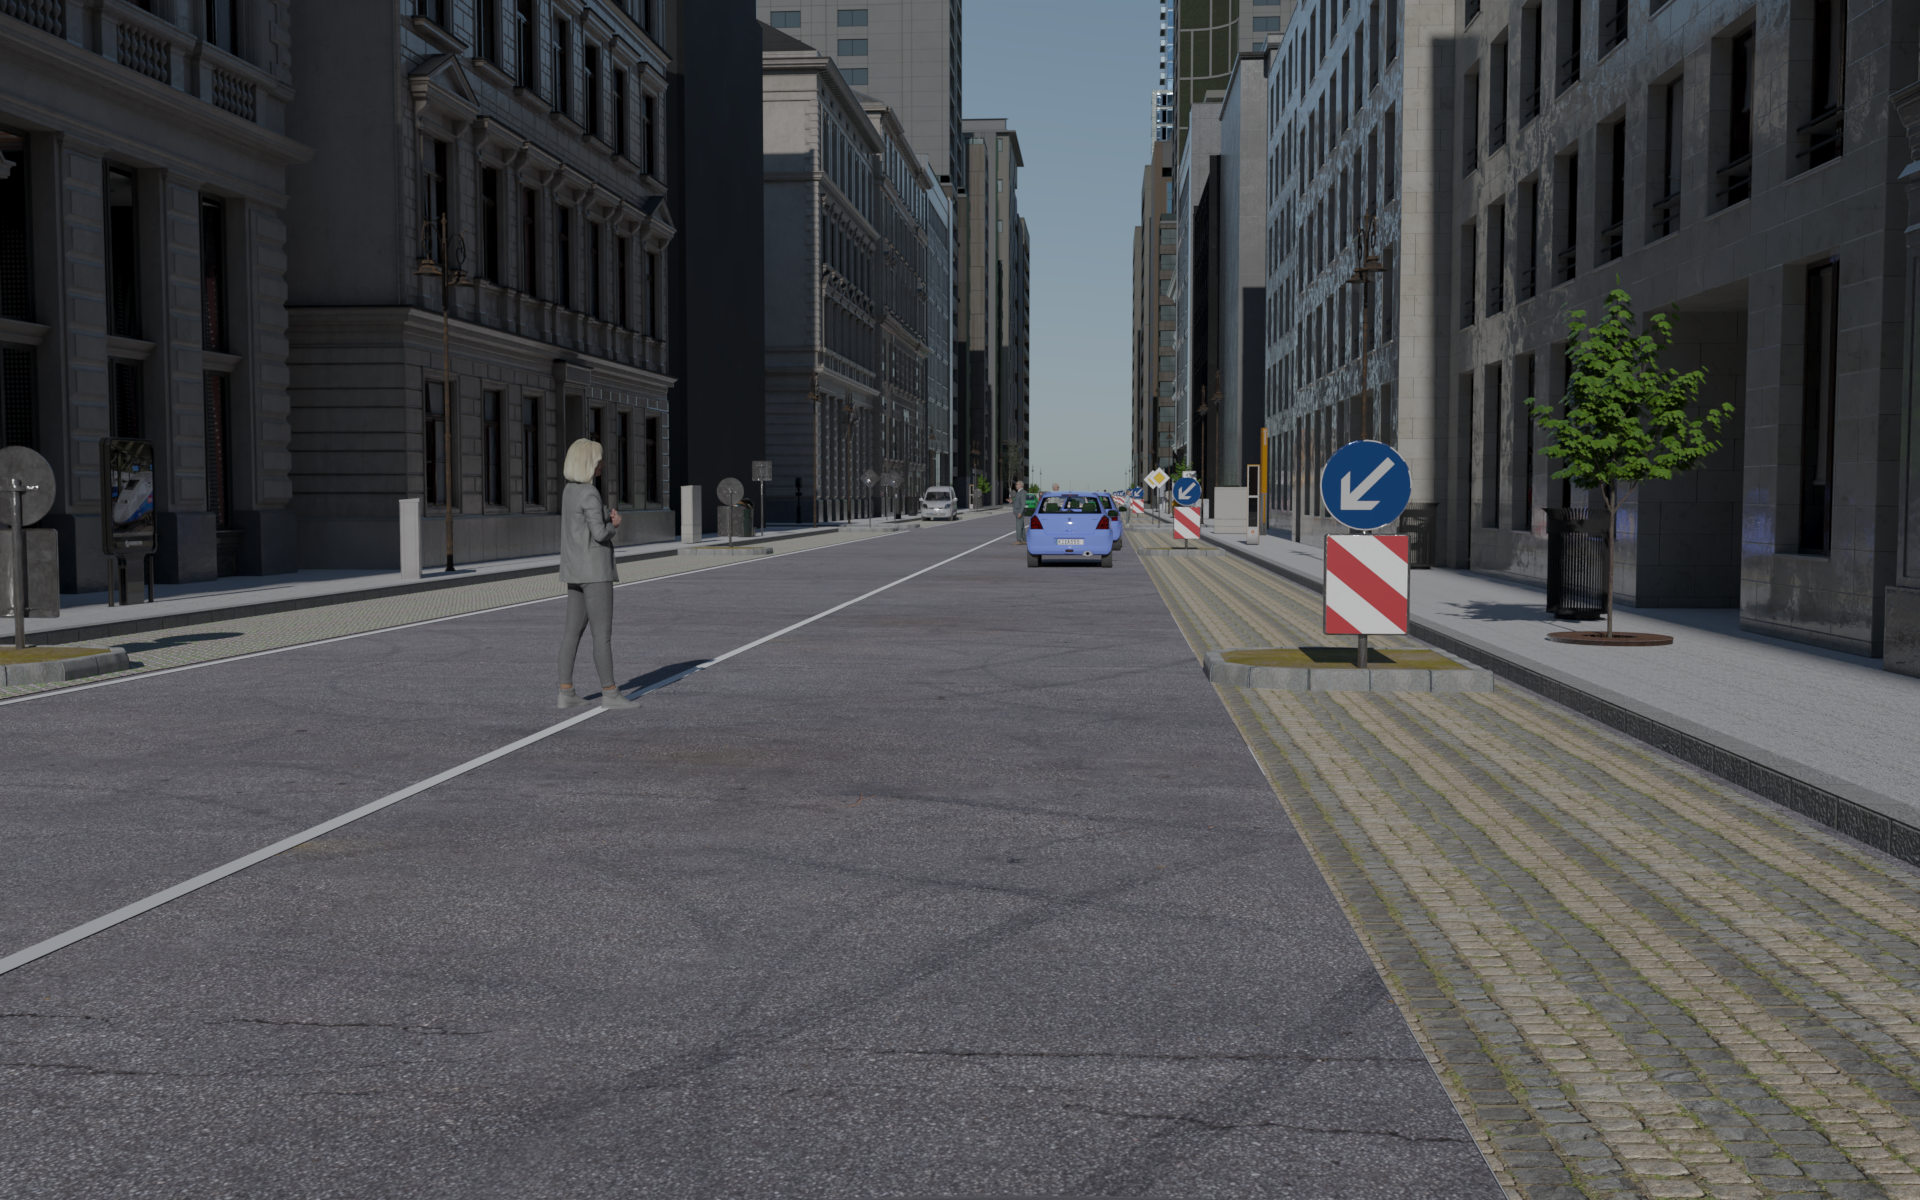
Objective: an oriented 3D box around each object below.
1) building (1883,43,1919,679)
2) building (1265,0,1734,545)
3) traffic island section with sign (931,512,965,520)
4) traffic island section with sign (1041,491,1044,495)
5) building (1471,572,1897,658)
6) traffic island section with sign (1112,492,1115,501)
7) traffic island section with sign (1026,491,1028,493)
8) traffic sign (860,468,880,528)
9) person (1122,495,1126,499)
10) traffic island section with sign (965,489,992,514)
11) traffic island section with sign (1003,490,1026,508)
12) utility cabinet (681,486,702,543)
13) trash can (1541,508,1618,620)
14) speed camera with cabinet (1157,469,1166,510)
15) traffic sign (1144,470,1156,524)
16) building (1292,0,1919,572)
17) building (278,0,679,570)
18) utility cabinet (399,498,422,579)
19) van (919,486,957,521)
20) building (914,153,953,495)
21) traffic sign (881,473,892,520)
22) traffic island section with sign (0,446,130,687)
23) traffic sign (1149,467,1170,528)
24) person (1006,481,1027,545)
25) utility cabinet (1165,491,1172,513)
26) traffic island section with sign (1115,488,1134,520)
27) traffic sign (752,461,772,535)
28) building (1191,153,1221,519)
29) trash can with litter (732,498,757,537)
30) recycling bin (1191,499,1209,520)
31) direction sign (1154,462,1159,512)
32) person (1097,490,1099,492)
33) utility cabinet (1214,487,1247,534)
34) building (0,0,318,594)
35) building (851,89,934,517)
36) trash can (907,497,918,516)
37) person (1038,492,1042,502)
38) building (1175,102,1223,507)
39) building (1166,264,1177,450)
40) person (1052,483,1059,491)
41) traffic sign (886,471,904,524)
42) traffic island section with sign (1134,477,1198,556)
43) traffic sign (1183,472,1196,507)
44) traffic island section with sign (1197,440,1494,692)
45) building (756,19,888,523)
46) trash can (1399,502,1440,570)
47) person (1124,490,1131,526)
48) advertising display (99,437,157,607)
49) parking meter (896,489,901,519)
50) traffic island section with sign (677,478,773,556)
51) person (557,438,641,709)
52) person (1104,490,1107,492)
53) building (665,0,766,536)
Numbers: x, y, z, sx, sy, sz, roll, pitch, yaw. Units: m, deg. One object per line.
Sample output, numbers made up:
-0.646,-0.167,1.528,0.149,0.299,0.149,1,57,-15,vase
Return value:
10.640,-9.390,2.678,9.793,20.994,18.267,0,4,5,building
15.672,-12.209,54.368,10.420,20.320,16.860,0,4,5,building
-0.911,-5.392,96.786,1.989,1.847,2.006,0,4,5,traffic island section with sign
14.387,-16.773,282.860,1.989,1.847,2.006,0,4,5,traffic island section with sign
12.967,-10.157,20.819,10.420,20.320,16.860,0,4,5,building
11.866,-6.933,121.979,1.989,1.847,2.006,0,4,5,traffic island section with sign
7.561,-11.701,199.938,1.989,1.847,2.006,0,4,5,traffic island section with sign
-3.426,-3.813,65.979,0.795,2.450,0.064,0,4,5,traffic sign
16.197,-9.751,168.641,0.721,1.743,1.217,-2,4,-33,person
1.277,-7.035,123.653,1.989,1.847,2.006,0,4,5,traffic island section with sign
5.329,-10.042,172.817,1.989,1.847,2.006,0,4,5,traffic island section with sign
-7.026,-2.236,45.243,0.318,1.500,1.173,0,4,3,utility cabinet
6.357,-0.377,17.812,0.748,1.137,0.748,0,3,0,trash can
16.036,-8.719,136.889,0.660,3.252,2.038,1,4,18,speed camera with cabinet
8.135,-4.243,73.023,0.795,2.450,0.064,0,4,5,traffic sign
13.503,-11.187,37.660,10.420,20.320,16.860,0,4,5,building
-13.240,-10.618,38.237,10.561,19.102,19.286,0,4,5,building
-8.431,-0.943,26.580,0.306,1.237,1.020,-1,4,-16,utility cabinet
-1.100,-5.180,91.707,2.013,2.044,4.112,0,4,4,van
-7.420,-19.130,130.794,12.078,24.808,19.932,0,4,5,building
-3.564,-5.031,84.386,0.606,2.300,0.079,1,4,13,traffic sign
-7.758,-0.305,13.613,1.989,1.847,2.006,0,4,5,traffic island section with sign
7.480,-3.757,65.064,0.795,2.450,0.064,0,4,5,traffic sign
1.622,-2.463,48.947,0.590,1.801,0.661,0,4,-8,person
14.153,-6.640,117.236,0.318,1.500,1.173,1,4,22,utility cabinet
9.650,-5.290,95.114,1.989,1.847,2.006,0,4,5,traffic island section with sign
-6.120,-3.143,53.520,0.606,2.300,0.079,0,4,7,traffic sign
19.521,-16.296,96.123,12.332,23.373,15.834,0,4,5,building
-6.408,-2.457,51.554,0.624,1.170,1.055,0,4,4,trash can with litter
12.106,-4.582,87.476,0.722,1.027,0.722,-1,4,-16,recycling bin
13.989,-8.019,123.101,0.379,3.537,0.876,-1,4,-12,direction sign
14.891,-10.966,187.654,0.709,1.838,0.599,2,4,23,person
8.786,-2.871,55.625,1.173,1.500,0.318,1,4,22,utility cabinet
-16.319,-11.611,18.713,11.050,23.489,19.941,0,4,5,building
-8.968,-18.988,107.713,12.463,27.353,25.104,0,4,5,building
-2.772,-5.465,101.002,0.748,1.137,0.748,0,3,0,trash can
11.683,-14.835,251.856,0.445,1.727,0.742,3,4,37,person
20.750,-18.132,114.483,12.078,24.808,19.932,0,4,5,building
22.380,-18.337,135.973,11.583,22.565,21.152,0,4,5,building
2.862,-2.697,53.086,0.515,1.767,0.782,0,4,5,person
-2.771,-4.299,73.937,0.795,2.450,0.064,0,4,5,traffic sign
5.163,-1.952,40.543,1.989,1.847,2.006,0,4,5,traffic island section with sign
10.331,-4.642,78.024,0.606,2.300,0.079,1,4,9,traffic sign
2.922,-0.294,13.438,1.989,1.847,2.006,0,4,5,traffic island section with sign
-10.252,-15.688,85.379,11.050,23.489,19.941,0,4,5,building
7.788,-1.091,29.488,0.748,1.137,0.748,0,3,0,trash can
7.481,-4.088,77.148,0.330,1.601,0.589,2,4,24,person
-9.622,-0.908,20.066,0.123,1.923,0.974,0,4,4,advertising display
-3.182,-4.893,88.404,0.372,1.533,0.369,0,3,0,parking meter
-5.499,-1.983,41.053,1.989,1.847,2.006,0,4,5,traffic island section with sign
-2.463,-0.183,11.670,0.526,1.800,0.537,-1,4,-23,person
12.810,-8.814,152.606,0.705,1.824,1.348,-1,4,-16,person
-15.723,-14.047,59.340,15.834,23.373,12.332,0,4,5,building
